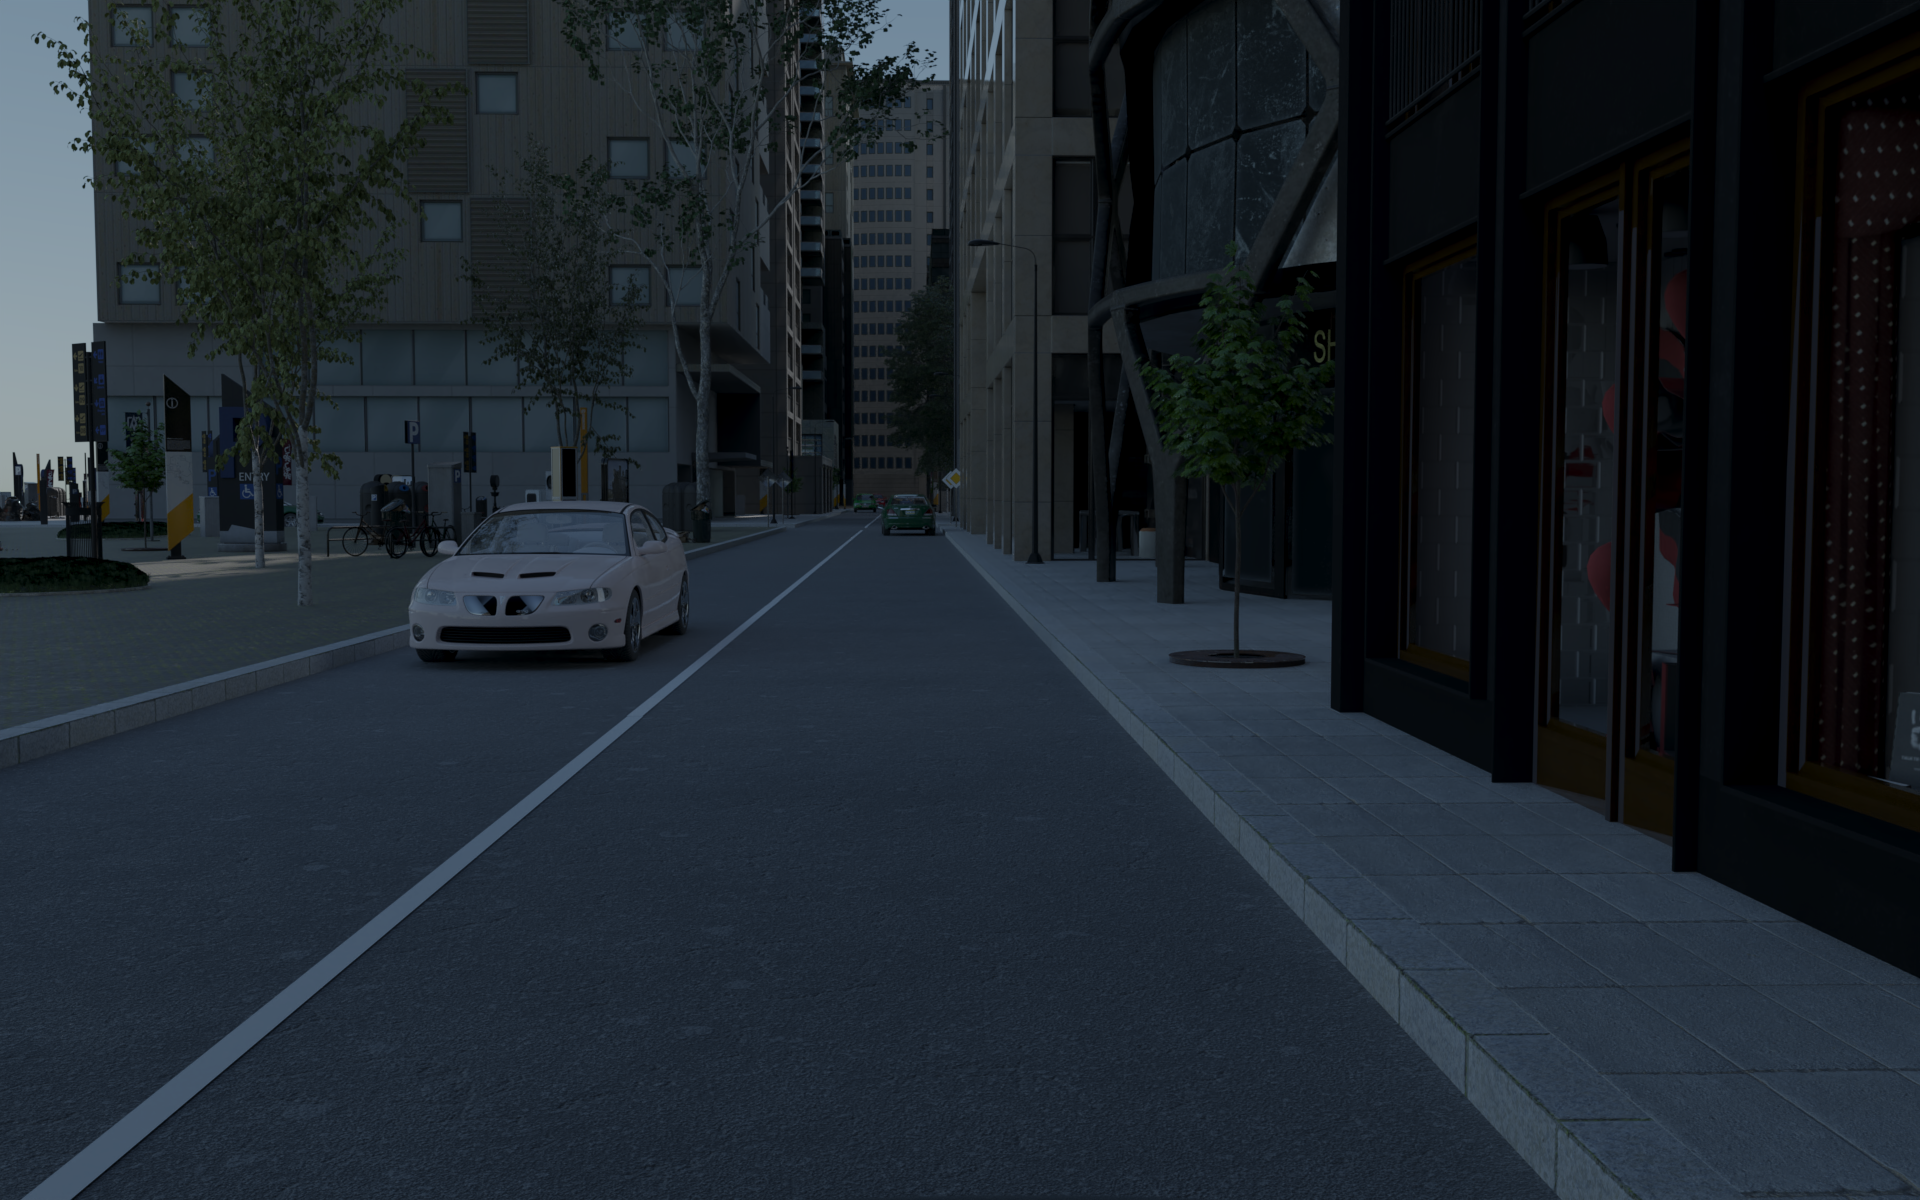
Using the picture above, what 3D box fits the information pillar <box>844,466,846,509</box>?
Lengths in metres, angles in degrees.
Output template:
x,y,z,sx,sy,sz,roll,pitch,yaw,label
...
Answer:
x,y,z,sx,sy,sz,roll,pitch,yaw,label
-9.671,-9.405,145.133,0.183,3.616,0.504,-1,4,-13,information pillar

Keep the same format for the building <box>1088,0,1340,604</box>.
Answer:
x,y,z,sx,sy,sz,roll,pitch,yaw,label
10.128,-9.578,24.050,16.820,18.784,16.811,0,4,-2,building

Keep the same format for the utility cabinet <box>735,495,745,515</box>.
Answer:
x,y,z,sx,sy,sz,roll,pitch,yaw,label
-13.694,-5.805,106.071,1.020,1.237,0.306,0,4,-6,utility cabinet

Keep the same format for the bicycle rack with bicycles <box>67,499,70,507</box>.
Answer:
x,y,z,sx,sy,sz,roll,pitch,yaw,label
-66.269,-7.145,130.196,2.852,0.926,2.925,-1,4,-18,bicycle rack with bicycles

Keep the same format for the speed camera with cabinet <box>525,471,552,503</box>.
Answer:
x,y,z,sx,sy,sz,roll,pitch,yaw,label
-15.844,-4.401,66.296,2.038,3.252,0.660,3,5,42,speed camera with cabinet

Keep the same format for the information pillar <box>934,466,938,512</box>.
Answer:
x,y,z,sx,sy,sz,roll,pitch,yaw,label
-1.717,-8.044,122.873,0.183,3.616,0.504,-3,4,-36,information pillar

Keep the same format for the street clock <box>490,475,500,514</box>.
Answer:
x,y,z,sx,sy,sz,roll,pitch,yaw,label
-17.722,-3.758,66.011,0.358,2.002,0.471,0,4,3,street clock

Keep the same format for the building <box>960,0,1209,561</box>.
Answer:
x,y,z,sx,sy,sz,roll,pitch,yaw,label
10.107,-14.986,49.543,19.350,26.468,34.151,0,4,-2,building

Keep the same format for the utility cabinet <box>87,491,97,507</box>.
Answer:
x,y,z,sx,sy,sz,roll,pitch,yaw,label
-62.148,-7.052,123.984,0.318,1.500,1.173,-1,4,-11,utility cabinet

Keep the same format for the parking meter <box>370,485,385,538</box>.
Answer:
x,y,z,sx,sy,sz,roll,pitch,yaw,label
-15.844,-2.369,47.145,0.372,1.533,0.369,0,3,0,parking meter

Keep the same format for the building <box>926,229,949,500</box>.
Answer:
x,y,z,sx,sy,sz,roll,pitch,yaw,label
3.772,-25.598,190.222,14.160,30.474,14.107,0,4,-2,building

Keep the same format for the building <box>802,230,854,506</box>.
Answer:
x,y,z,sx,sy,sz,roll,pitch,yaw,label
-18.835,-25.426,187.417,14.160,30.474,14.107,0,4,-2,building

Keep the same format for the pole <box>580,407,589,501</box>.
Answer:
x,y,z,sx,sy,sz,roll,pitch,yaw,label
-8.860,-2.876,40.871,0.158,3.312,0.155,0,3,0,pole

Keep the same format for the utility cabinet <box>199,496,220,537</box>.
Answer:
x,y,z,sx,sy,sz,roll,pitch,yaw,label
-22.373,-2.511,52.223,0.306,1.237,1.020,2,4,33,utility cabinet

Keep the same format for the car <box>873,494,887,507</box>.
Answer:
x,y,z,sx,sy,sz,roll,pitch,yaw,label
-8.177,-9.713,167.847,2.155,1.783,4.494,0,4,-4,car

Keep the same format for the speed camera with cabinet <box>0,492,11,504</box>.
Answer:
x,y,z,sx,sy,sz,roll,pitch,yaw,label
-65.739,-7.578,118.236,0.660,3.252,2.038,1,4,11,speed camera with cabinet

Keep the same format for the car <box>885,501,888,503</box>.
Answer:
x,y,z,sx,sy,sz,roll,pitch,yaw,label
-4.063,-6.302,115.620,1.945,1.354,3.894,0,4,-1,car

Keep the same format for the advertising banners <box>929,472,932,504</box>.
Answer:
x,y,z,sx,sy,sz,roll,pitch,yaw,label
-2.336,-8.615,137.048,0.090,3.025,2.074,0,4,-5,advertising banners

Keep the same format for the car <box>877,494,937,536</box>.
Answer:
x,y,z,sx,sy,sz,roll,pitch,yaw,label
-1.834,-3.013,61.062,2.131,1.459,4.920,0,4,-4,car

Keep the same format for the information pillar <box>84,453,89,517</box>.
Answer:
x,y,z,sx,sy,sz,roll,pitch,yaw,label
-49.501,-6.530,98.117,0.183,3.616,0.504,-2,4,-26,information pillar

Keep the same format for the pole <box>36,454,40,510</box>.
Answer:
x,y,z,sx,sy,sz,roll,pitch,yaw,label
-46.383,-5.711,87.220,0.158,3.312,0.155,0,3,0,pole

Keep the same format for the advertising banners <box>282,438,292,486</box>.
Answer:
x,y,z,sx,sy,sz,roll,pitch,yaw,label
-21.456,-3.521,53.754,0.090,3.025,2.074,2,4,27,advertising banners

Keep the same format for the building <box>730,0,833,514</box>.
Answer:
x,y,z,sx,sy,sz,roll,pitch,yaw,label
-19.236,-41.557,117.703,20.563,71.187,20.611,0,4,-2,building

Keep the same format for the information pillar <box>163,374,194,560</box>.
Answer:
x,y,z,sx,sy,sz,roll,pitch,yaw,label
-15.347,-2.608,33.997,0.504,3.616,0.183,-2,4,-32,information pillar

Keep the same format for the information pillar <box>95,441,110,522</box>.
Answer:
x,y,z,sx,sy,sz,roll,pitch,yaw,label
-31.727,-4.447,64.065,0.183,3.616,0.504,2,4,24,information pillar

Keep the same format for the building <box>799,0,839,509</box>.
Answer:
x,y,z,sx,sy,sz,roll,pitch,yaw,label
-22.584,-52.012,163.068,22.319,86.520,31.000,0,4,-2,building

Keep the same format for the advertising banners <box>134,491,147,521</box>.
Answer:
x,y,z,sx,sy,sz,roll,pitch,yaw,label
-29.909,-4.107,63.329,0.090,3.025,2.074,-3,5,-39,advertising banners

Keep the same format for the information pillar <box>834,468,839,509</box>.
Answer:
x,y,z,sx,sy,sz,roll,pitch,yaw,label
-10.583,-9.598,148.284,0.504,3.616,0.183,-1,4,-11,information pillar

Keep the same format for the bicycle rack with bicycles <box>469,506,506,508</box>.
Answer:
x,y,z,sx,sy,sz,roll,pitch,yaw,label
-13.594,-2.290,50.818,2.925,0.926,2.852,2,4,25,bicycle rack with bicycles

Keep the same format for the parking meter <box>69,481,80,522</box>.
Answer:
x,y,z,sx,sy,sz,roll,pitch,yaw,label
-40.814,-4.534,79.835,0.399,1.863,0.255,-3,4,-39,parking meter

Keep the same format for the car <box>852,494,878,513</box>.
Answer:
x,y,z,sx,sy,sz,roll,pitch,yaw,label
-7.417,-7.734,135.240,1.959,1.807,4.718,0,4,-3,car

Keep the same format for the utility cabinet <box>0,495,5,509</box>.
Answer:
x,y,z,sx,sy,sz,roll,pitch,yaw,label
-60.916,-6.017,109.539,1.020,1.237,0.306,1,4,11,utility cabinet

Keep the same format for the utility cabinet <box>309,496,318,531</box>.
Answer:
x,y,z,sx,sy,sz,roll,pitch,yaw,label
-22.700,-3.031,60.719,0.306,1.237,1.020,-1,4,-19,utility cabinet

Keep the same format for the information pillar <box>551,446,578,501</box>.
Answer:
x,y,z,sx,sy,sz,roll,pitch,yaw,label
-6.129,-1.369,26.879,0.304,2.012,0.304,-3,5,-41,information pillar

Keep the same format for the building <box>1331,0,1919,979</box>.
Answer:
x,y,z,sx,sy,sz,roll,pitch,yaw,label
8.613,-10.538,1.976,12.332,23.373,15.834,0,4,-2,building

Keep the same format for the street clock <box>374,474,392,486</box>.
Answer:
x,y,z,sx,sy,sz,roll,pitch,yaw,label
-21.115,-3.583,63.152,0.358,2.002,0.471,2,4,25,street clock

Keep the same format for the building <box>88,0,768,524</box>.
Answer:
x,y,z,sx,sy,sz,roll,pitch,yaw,label
-23.828,-30.390,86.116,28.713,52.752,27.495,0,4,-2,building

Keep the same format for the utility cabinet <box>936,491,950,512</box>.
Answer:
x,y,z,sx,sy,sz,roll,pitch,yaw,label
-1.314,-7.071,124.292,1.173,1.500,0.318,-2,4,-27,utility cabinet

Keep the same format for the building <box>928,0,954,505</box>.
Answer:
x,y,z,sx,sy,sz,roll,pitch,yaw,label
7.176,-44.862,171.749,20.563,71.187,20.611,0,4,-2,building

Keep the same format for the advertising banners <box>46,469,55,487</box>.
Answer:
x,y,z,sx,sy,sz,roll,pitch,yaw,label
-64.569,-7.659,121.413,2.074,3.025,0.090,-1,4,-17,advertising banners

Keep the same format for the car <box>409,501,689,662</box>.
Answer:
x,y,z,sx,sy,sz,roll,pitch,yaw,label
-3.709,-0.241,16.305,2.083,1.381,4.827,0,4,0,car

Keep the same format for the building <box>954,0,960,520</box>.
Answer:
x,y,z,sx,sy,sz,roll,pitch,yaw,label
14.038,-33.046,82.307,28.212,58.520,21.231,0,4,-2,building

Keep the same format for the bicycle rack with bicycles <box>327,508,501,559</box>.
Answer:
x,y,z,sx,sy,sz,roll,pitch,yaw,label
-11.500,-1.367,35.728,2.852,0.926,2.925,2,4,29,bicycle rack with bicycles

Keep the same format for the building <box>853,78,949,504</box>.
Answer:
x,y,z,sx,sy,sz,roll,pitch,yaw,label
-8.355,-42.881,243.104,28.212,58.520,21.231,0,4,-2,building

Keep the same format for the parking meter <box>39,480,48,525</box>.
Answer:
x,y,z,sx,sy,sz,roll,pitch,yaw,label
-38.636,-4.117,73.024,0.255,1.863,0.399,-2,4,-23,parking meter

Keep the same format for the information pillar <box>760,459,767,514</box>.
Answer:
x,y,z,sx,sy,sz,roll,pitch,yaw,label
-12.434,-7.221,109.418,0.504,3.616,0.183,-1,4,-9,information pillar

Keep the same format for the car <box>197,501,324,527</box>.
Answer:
x,y,z,sx,sy,sz,roll,pitch,yaw,label
-28.544,-3.608,70.794,4.920,1.459,2.131,0,4,-3,car

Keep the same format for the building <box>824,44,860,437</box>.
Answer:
x,y,z,sx,sy,sz,roll,pitch,yaw,label
-26.235,-37.968,210.016,27.495,52.752,28.713,0,4,-2,building

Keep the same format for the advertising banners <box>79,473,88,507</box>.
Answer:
x,y,z,sx,sy,sz,roll,pitch,yaw,label
-74.055,-9.139,145.615,0.090,3.025,2.074,1,4,19,advertising banners
